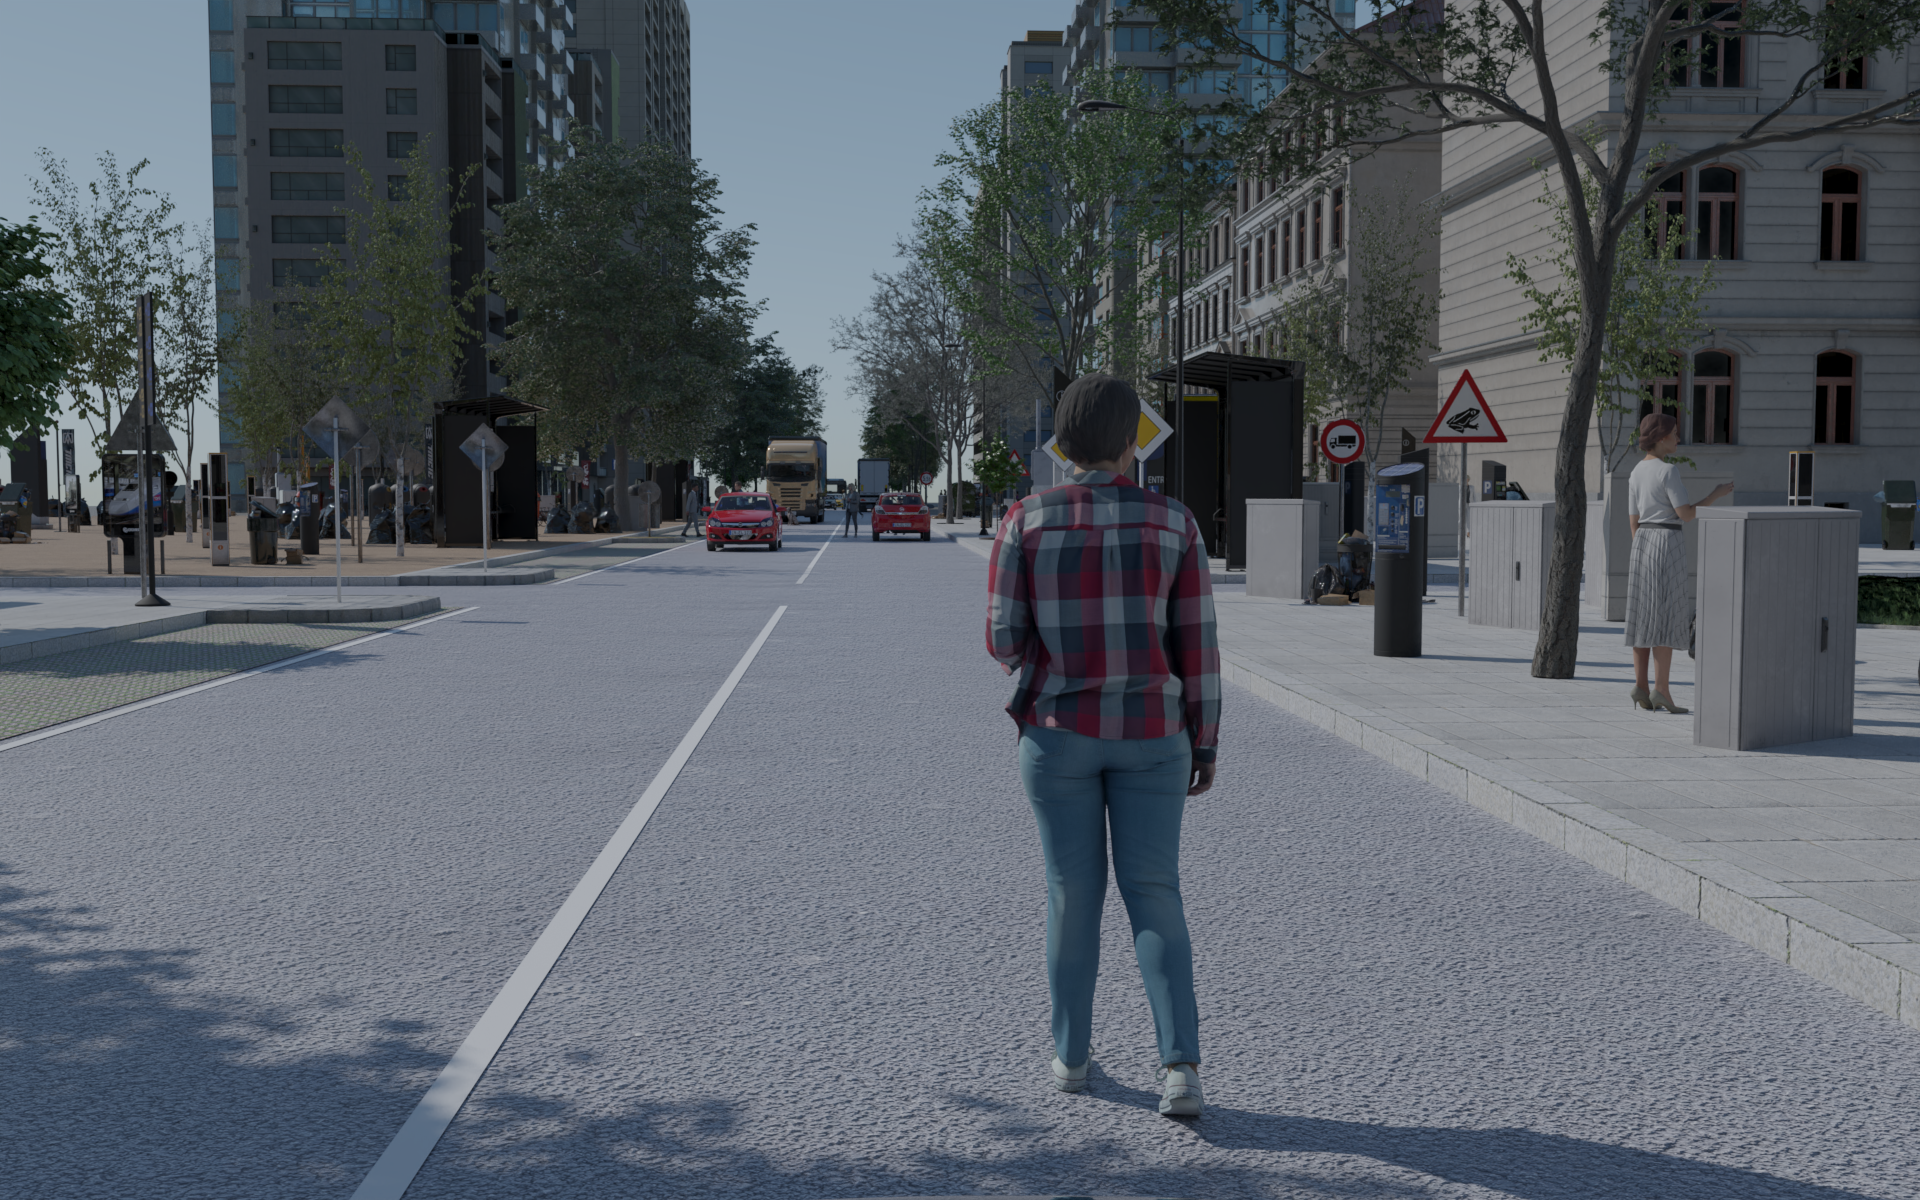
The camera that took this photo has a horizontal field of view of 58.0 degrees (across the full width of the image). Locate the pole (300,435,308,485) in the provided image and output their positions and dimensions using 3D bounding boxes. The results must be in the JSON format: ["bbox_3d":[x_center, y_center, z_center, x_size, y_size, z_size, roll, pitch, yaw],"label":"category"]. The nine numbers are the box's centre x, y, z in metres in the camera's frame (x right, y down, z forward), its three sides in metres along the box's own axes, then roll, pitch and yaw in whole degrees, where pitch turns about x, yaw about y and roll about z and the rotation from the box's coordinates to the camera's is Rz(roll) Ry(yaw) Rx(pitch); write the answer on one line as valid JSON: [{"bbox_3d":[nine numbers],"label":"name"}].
[{"bbox_3d":[-22.856,-4.058,60.194,0.158,3.312,0.155,0,3,0],"label":"pole"}]

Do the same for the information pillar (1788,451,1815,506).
[{"bbox_3d":[14.534,-1.557,29.947,0.304,2.012,0.304,0,4,2],"label":"information pillar"}]

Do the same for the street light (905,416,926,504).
[{"bbox_3d":[-2.595,-8.001,103.365,1.470,5.913,1.316,0,4,-3],"label":"street light"}]

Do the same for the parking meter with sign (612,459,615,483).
[{"bbox_3d":[-17.175,-5.569,87.321,0.543,3.016,1.738,0,4,-6],"label":"parking meter with sign"}]

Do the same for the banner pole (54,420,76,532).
[{"bbox_3d":[-30.239,-4.189,58.505,0.863,3.779,0.401,0,4,7],"label":"banner pole"}]

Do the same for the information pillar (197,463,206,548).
[{"bbox_3d":[-17.766,-2.233,41.000,0.304,2.012,0.304,-1,4,-8],"label":"information pillar"}]

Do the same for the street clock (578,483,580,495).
[{"bbox_3d":[-22.379,-5.896,100.972,0.471,2.002,0.358,1,4,19],"label":"street clock"}]

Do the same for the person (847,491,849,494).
[{"bbox_3d":[-13.312,-12.174,207.533,1.348,1.826,0.705,-1,4,-23],"label":"person"}]

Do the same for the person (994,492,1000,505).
[{"bbox_3d":[4.364,-11.989,202.621,0.990,1.755,0.434,3,4,38],"label":"person"}]

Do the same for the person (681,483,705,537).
[{"bbox_3d":[-8.862,-2.978,57.461,0.850,1.792,0.678,0,4,2],"label":"person"}]

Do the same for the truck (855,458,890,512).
[{"bbox_3d":[-7.120,-9.317,141.244,2.839,4.237,11.283,0,4,-4],"label":"truck"}]

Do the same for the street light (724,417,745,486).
[{"bbox_3d":[-13.653,-8.078,104.621,1.470,5.913,1.316,0,4,-3],"label":"street light"}]

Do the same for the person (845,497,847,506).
[{"bbox_3d":[-12.772,-11.020,191.894,0.991,1.433,0.599,1,4,11],"label":"person"}]

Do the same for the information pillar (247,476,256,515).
[{"bbox_3d":[-29.020,-4.065,70.961,0.304,2.012,0.304,-1,4,-20],"label":"information pillar"}]

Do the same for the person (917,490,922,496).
[{"bbox_3d":[-4.708,-11.319,191.078,1.348,1.831,0.705,2,4,30],"label":"person"}]

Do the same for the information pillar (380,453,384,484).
[{"bbox_3d":[-30.702,-6.161,92.087,0.183,3.616,0.504,0,4,-8],"label":"information pillar"}]

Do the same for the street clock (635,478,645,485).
[{"bbox_3d":[-14.410,-4.489,77.961,0.471,2.002,0.358,3,5,42],"label":"street clock"}]

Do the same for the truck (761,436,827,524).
[{"bbox_3d":[-8.090,-5.946,86.127,2.839,4.237,11.283,0,4,-2],"label":"truck"}]

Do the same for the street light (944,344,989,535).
[{"bbox_3d":[0.201,-4.959,53.621,1.470,5.913,1.316,0,4,-3],"label":"street light"}]

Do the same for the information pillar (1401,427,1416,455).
[{"bbox_3d":[15.534,-4.204,60.097,0.504,3.616,0.183,0,4,3],"label":"information pillar"}]

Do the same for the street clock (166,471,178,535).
[{"bbox_3d":[-24.516,-3.005,53.703,0.471,2.002,0.358,-3,5,-41],"label":"street clock"}]

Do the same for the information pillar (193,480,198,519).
[{"bbox_3d":[-38.881,-5.124,88.275,0.304,2.012,0.304,-1,4,-9],"label":"information pillar"}]

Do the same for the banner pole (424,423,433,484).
[{"bbox_3d":[-16.496,-3.931,54.294,0.401,3.779,0.863,1,4,21],"label":"banner pole"}]

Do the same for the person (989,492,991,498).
[{"bbox_3d":[3.183,-10.824,186.399,0.530,1.710,0.541,-2,4,-26],"label":"person"}]

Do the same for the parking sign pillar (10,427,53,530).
[{"bbox_3d":[-33.814,-4.553,62.912,1.447,3.967,1.447,1,4,18],"label":"parking sign pillar"}]

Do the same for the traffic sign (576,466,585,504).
[{"bbox_3d":[-17.478,-4.825,78.990,0.768,2.556,0.104,0,4,1],"label":"traffic sign"}]

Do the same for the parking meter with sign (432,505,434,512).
[{"bbox_3d":[-19.032,-4.230,65.414,1.738,3.016,0.543,-3,5,-43],"label":"parking meter with sign"}]

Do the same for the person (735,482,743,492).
[{"bbox_3d":[-6.121,-2.442,48.764,0.444,1.785,0.601,-1,4,-15],"label":"person"}]

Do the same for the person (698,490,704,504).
[{"bbox_3d":[-33.642,-13.416,225.357,0.705,1.831,1.348,-3,4,-38],"label":"person"}]

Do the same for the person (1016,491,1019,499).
[{"bbox_3d":[6.030,-10.721,184.466,0.721,1.739,1.217,2,4,26],"label":"person"}]

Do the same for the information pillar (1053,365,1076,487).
[{"bbox_3d":[1.926,-2.462,31.607,0.504,3.616,0.183,-1,4,-10],"label":"information pillar"}]

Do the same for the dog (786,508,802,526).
[{"bbox_3d":[-7.492,-3.782,78.677,0.800,0.831,0.513,0,4,7],"label":"dog"}]

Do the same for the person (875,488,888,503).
[{"bbox_3d":[-4.485,-5.904,105.118,1.348,1.812,0.705,0,4,5],"label":"person"}]

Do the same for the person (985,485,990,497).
[{"bbox_3d":[1.665,-6.208,107.569,0.705,1.821,1.348,1,4,16],"label":"person"}]

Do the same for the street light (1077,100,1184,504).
[{"bbox_3d":[2.085,-2.941,20.630,1.470,5.913,1.316,0,4,-3],"label":"street light"}]

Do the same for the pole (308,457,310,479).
[{"bbox_3d":[-35.571,-6.157,94.514,0.158,3.312,0.155,0,3,0],"label":"pole"}]

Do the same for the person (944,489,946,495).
[{"bbox_3d":[-1.076,-7.205,125.308,0.415,1.643,0.593,0,4,-7],"label":"person"}]

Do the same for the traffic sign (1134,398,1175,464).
[{"bbox_3d":[2.218,-1.149,20.973,0.795,2.593,0.064,0,4,-3],"label":"traffic sign"}]

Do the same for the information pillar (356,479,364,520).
[{"bbox_3d":[-30.021,-5.027,86.684,0.304,2.012,0.304,-1,4,-13],"label":"information pillar"}]

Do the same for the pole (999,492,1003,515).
[{"bbox_3d":[2.483,-6.774,104.601,0.158,3.312,0.155,0,3,0],"label":"pole"}]

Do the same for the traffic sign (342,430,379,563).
[{"bbox_3d":[-11.175,-1.963,32.201,0.768,2.556,0.104,0,4,0],"label":"traffic sign"}]

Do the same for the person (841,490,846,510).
[{"bbox_3d":[-10.652,-9.180,158.670,0.705,1.814,1.350,-1,4,-13],"label":"person"}]

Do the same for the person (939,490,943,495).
[{"bbox_3d":[-2.285,-12.794,215.237,0.705,1.823,1.348,-2,4,-27],"label":"person"}]

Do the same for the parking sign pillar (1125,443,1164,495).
[{"bbox_3d":[5.119,-3.578,46.974,1.447,3.967,1.447,-2,4,-33],"label":"parking sign pillar"}]

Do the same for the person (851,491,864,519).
[{"bbox_3d":[-6.020,-5.668,101.016,0.795,1.843,0.661,-2,4,-31],"label":"person"}]

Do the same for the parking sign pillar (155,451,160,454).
[{"bbox_3d":[-44.891,-6.612,96.584,1.447,3.967,1.447,0,4,-5],"label":"parking sign pillar"}]

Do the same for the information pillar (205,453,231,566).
[{"bbox_3d":[-13.194,-1.610,30.823,0.304,2.012,0.304,-2,4,-29],"label":"information pillar"}]
